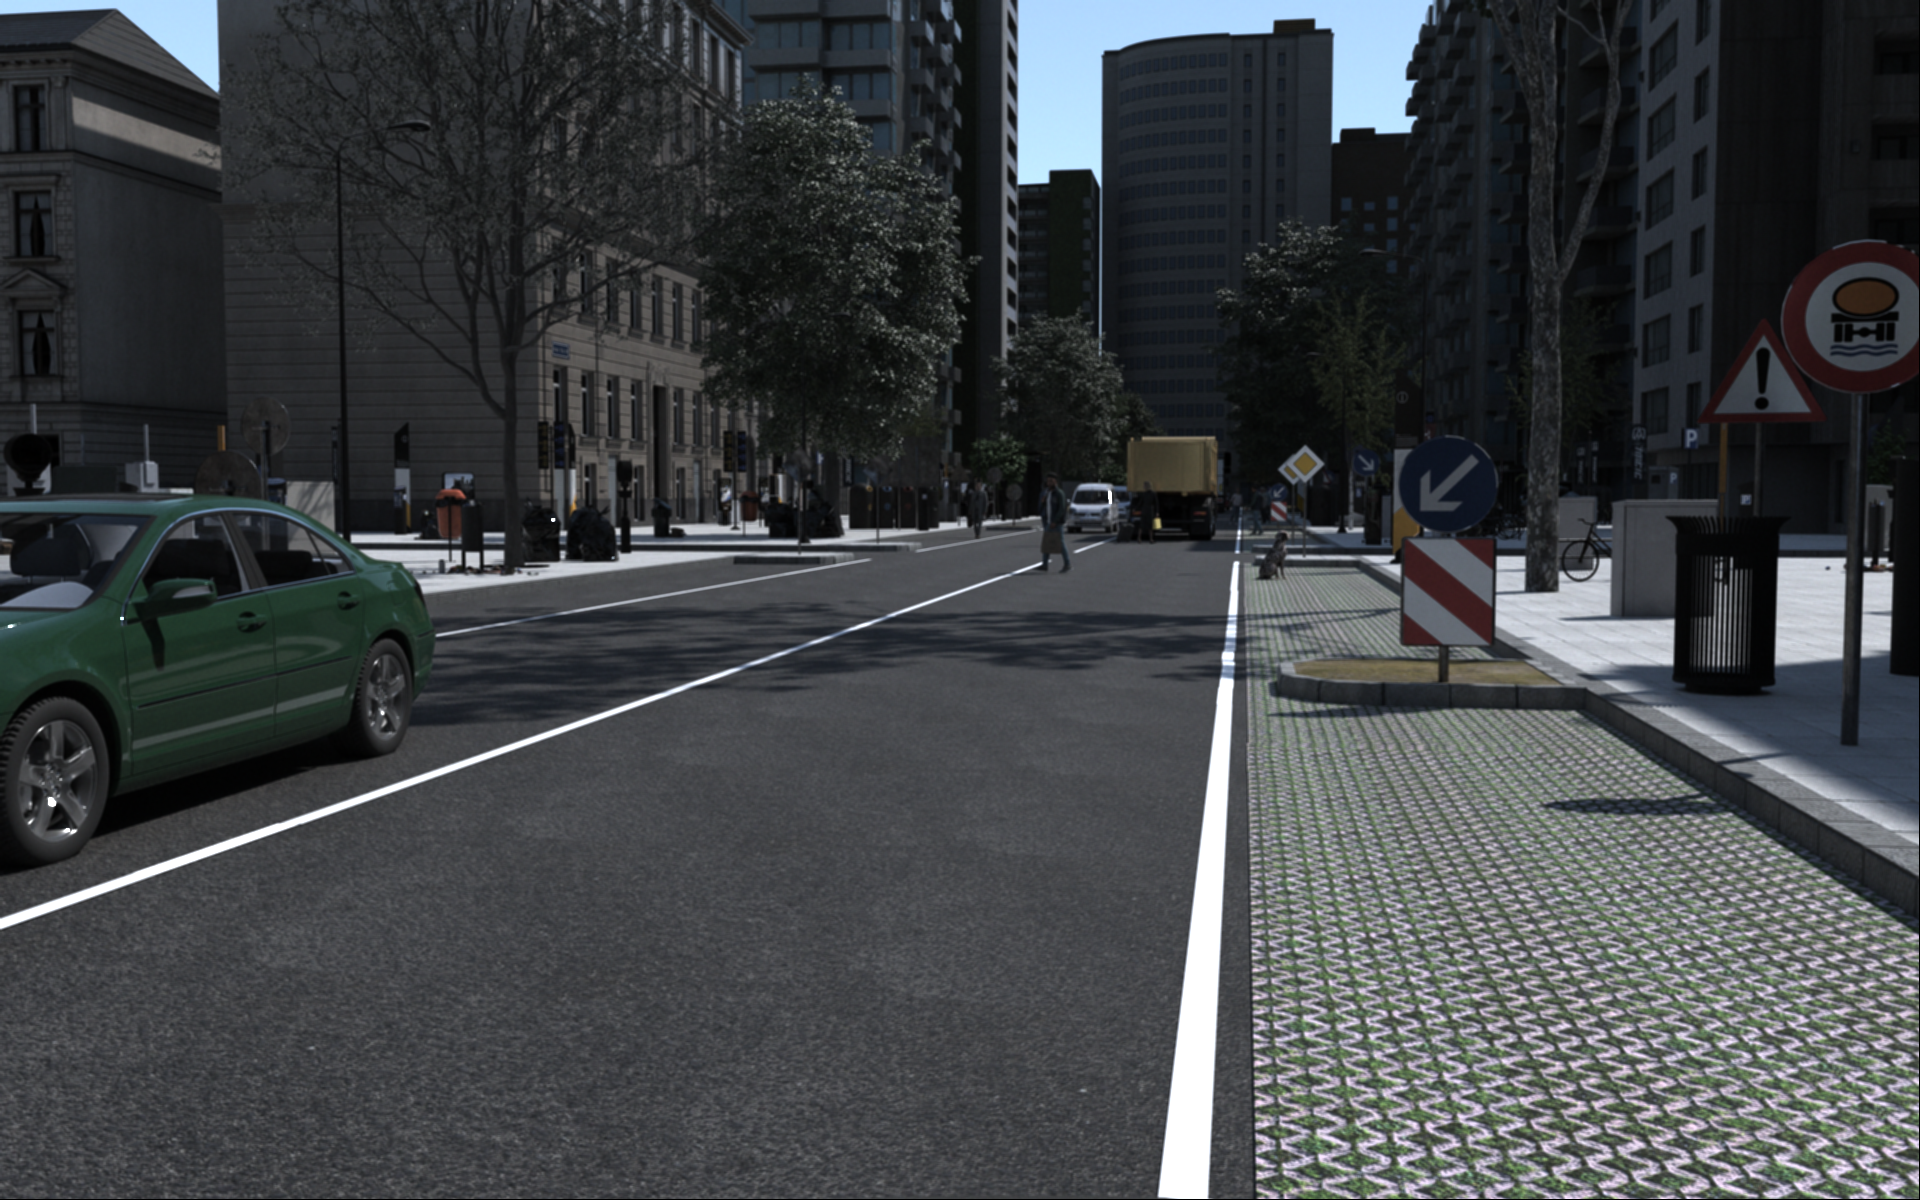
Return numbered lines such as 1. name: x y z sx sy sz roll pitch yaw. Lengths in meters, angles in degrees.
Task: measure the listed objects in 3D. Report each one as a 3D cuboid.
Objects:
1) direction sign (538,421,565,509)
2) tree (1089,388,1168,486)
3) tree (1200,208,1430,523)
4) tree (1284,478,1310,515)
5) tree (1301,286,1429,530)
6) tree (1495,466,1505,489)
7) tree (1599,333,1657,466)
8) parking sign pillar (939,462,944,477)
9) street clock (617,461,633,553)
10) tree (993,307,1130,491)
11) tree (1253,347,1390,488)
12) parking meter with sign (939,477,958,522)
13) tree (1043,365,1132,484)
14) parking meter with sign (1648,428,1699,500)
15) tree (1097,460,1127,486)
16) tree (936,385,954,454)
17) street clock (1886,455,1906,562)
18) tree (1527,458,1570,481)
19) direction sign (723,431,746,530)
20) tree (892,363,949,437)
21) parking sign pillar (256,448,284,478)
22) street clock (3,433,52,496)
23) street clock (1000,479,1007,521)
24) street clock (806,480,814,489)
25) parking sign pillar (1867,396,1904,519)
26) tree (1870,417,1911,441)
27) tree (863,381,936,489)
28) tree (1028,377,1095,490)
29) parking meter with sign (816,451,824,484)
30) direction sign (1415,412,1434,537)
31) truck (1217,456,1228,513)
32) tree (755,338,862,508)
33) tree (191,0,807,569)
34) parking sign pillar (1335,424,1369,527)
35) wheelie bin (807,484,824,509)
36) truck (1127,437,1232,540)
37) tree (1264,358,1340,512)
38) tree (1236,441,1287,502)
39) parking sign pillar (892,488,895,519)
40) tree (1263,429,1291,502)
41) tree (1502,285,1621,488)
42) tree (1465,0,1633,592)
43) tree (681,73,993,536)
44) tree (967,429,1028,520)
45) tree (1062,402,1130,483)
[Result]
1. direction sign: -12.719 -3.790 53.965 0.876 3.537 0.379 1 4 12
2. tree: 18.324 -16.555 187.678 9.611 12.733 9.660 0 3 0
3. tree: 15.910 -10.432 77.226 9.857 13.997 8.962 0 3 0
4. tree: 20.661 -6.848 106.568 1.663 3.219 1.824 0 3 0
5. tree: 14.094 -6.789 61.358 4.737 8.622 4.395 0 3 0
6. tree: 30.067 -6.312 97.805 1.663 3.219 1.824 0 3 0
7. tree: 30.822 -7.755 77.163 4.360 8.622 3.978 0 3 0
8. parking sign pillar: -1.661 -7.167 105.653 1.447 3.967 1.447 0 4 -4
9. street clock: -7.258 -2.017 37.551 0.358 2.002 0.471 -2 4 -27
10. tree: 6.603 -12.891 117.416 9.857 13.997 8.962 0 3 0
11. tree: 20.854 -10.212 101.374 8.767 10.594 7.601 1 4 13
12. parking meter with sign: -0.895 -5.070 79.161 1.738 3.016 0.543 2 4 35
13. tree: 9.863 -12.829 135.502 9.928 11.665 9.643 0 3 0
14. parking meter with sign: 18.943 -3.081 46.643 0.543 3.016 1.738 -2 4 -27
15. tree: 14.324 -10.927 162.373 4.285 4.588 4.351 0 3 0
16. tree: -2.498 -9.697 108.907 4.360 8.622 3.978 0 3 0
17. street clock: 17.577 -1.709 32.515 0.358 2.002 0.471 3 4 38
18. tree: 25.431 -4.924 75.110 1.663 3.219 1.824 0 3 0
19. direction sign: -8.061 -4.286 62.078 0.876 3.537 0.379 -2 4 -33
20. tree: -2.714 -8.725 93.016 4.737 8.622 4.395 0 3 0
21. parking sign pillar: -20.386 -3.834 51.165 1.447 3.967 1.447 0 4 -6
22. street clock: -11.161 -0.992 20.785 0.358 2.002 0.471 3 5 43
23. street clock: 2.088 -4.778 82.692 0.358 2.002 0.471 1 4 17
24. street clock: -7.483 -5.004 86.382 0.358 2.002 0.471 1 4 16
25. parking sign pillar: 25.304 -3.607 47.447 1.447 3.967 1.447 -3 5 -39
26. tree: 23.448 -2.997 43.608 1.663 3.219 1.824 0 3 0
27. tree: -4.263 -8.191 84.278 4.360 8.622 3.978 0 3 0
28. tree: 6.333 -9.761 109.948 4.360 8.622 3.978 0 3 0
29. parking meter with sign: -5.393 -4.564 70.875 0.543 3.016 1.738 1 4 11
30. direction sign: 12.560 -3.403 47.629 0.876 3.537 0.379 1 4 10
31. truck: 19.249 -8.857 133.722 2.839 4.237 11.283 1 4 9
32. tree: -7.253 -7.748 77.045 4.360 8.622 3.978 0 3 0
33. tree: -7.930 -7.304 29.792 12.009 13.543 11.850 0 3 0
34. parking sign pillar: 15.297 -4.811 67.138 1.447 3.967 1.447 -3 5 -40
35. wheelie bin: -4.589 -2.978 56.603 0.693 1.594 0.980 3 4 36
36. truck: 7.157 -3.751 57.259 3.469 3.379 9.791 1 4 10
37. tree: 24.831 -12.265 126.293 9.928 11.665 9.643 0 3 0
38. tree: 34.893 -16.744 190.766 9.611 12.733 9.660 0 3 0
39. parking sign pillar: -3.160 -6.147 88.977 1.447 3.967 1.447 -1 4 -22
40. tree: 30.338 -13.096 164.480 4.360 8.622 3.978 0 3 0
41. tree: 21.496 -6.807 61.650 4.737 8.622 4.395 0 3 0
42. tree: 6.316 -10.135 21.594 12.611 20.169 13.585 0 3 0
43. tree: -3.932 -8.957 53.107 9.857 13.997 8.962 0 3 0
44. tree: 1.972 -6.336 87.304 4.285 4.588 4.351 0 3 0
45. tree: 11.655 -13.256 151.145 7.601 10.594 8.767 2 4 27
